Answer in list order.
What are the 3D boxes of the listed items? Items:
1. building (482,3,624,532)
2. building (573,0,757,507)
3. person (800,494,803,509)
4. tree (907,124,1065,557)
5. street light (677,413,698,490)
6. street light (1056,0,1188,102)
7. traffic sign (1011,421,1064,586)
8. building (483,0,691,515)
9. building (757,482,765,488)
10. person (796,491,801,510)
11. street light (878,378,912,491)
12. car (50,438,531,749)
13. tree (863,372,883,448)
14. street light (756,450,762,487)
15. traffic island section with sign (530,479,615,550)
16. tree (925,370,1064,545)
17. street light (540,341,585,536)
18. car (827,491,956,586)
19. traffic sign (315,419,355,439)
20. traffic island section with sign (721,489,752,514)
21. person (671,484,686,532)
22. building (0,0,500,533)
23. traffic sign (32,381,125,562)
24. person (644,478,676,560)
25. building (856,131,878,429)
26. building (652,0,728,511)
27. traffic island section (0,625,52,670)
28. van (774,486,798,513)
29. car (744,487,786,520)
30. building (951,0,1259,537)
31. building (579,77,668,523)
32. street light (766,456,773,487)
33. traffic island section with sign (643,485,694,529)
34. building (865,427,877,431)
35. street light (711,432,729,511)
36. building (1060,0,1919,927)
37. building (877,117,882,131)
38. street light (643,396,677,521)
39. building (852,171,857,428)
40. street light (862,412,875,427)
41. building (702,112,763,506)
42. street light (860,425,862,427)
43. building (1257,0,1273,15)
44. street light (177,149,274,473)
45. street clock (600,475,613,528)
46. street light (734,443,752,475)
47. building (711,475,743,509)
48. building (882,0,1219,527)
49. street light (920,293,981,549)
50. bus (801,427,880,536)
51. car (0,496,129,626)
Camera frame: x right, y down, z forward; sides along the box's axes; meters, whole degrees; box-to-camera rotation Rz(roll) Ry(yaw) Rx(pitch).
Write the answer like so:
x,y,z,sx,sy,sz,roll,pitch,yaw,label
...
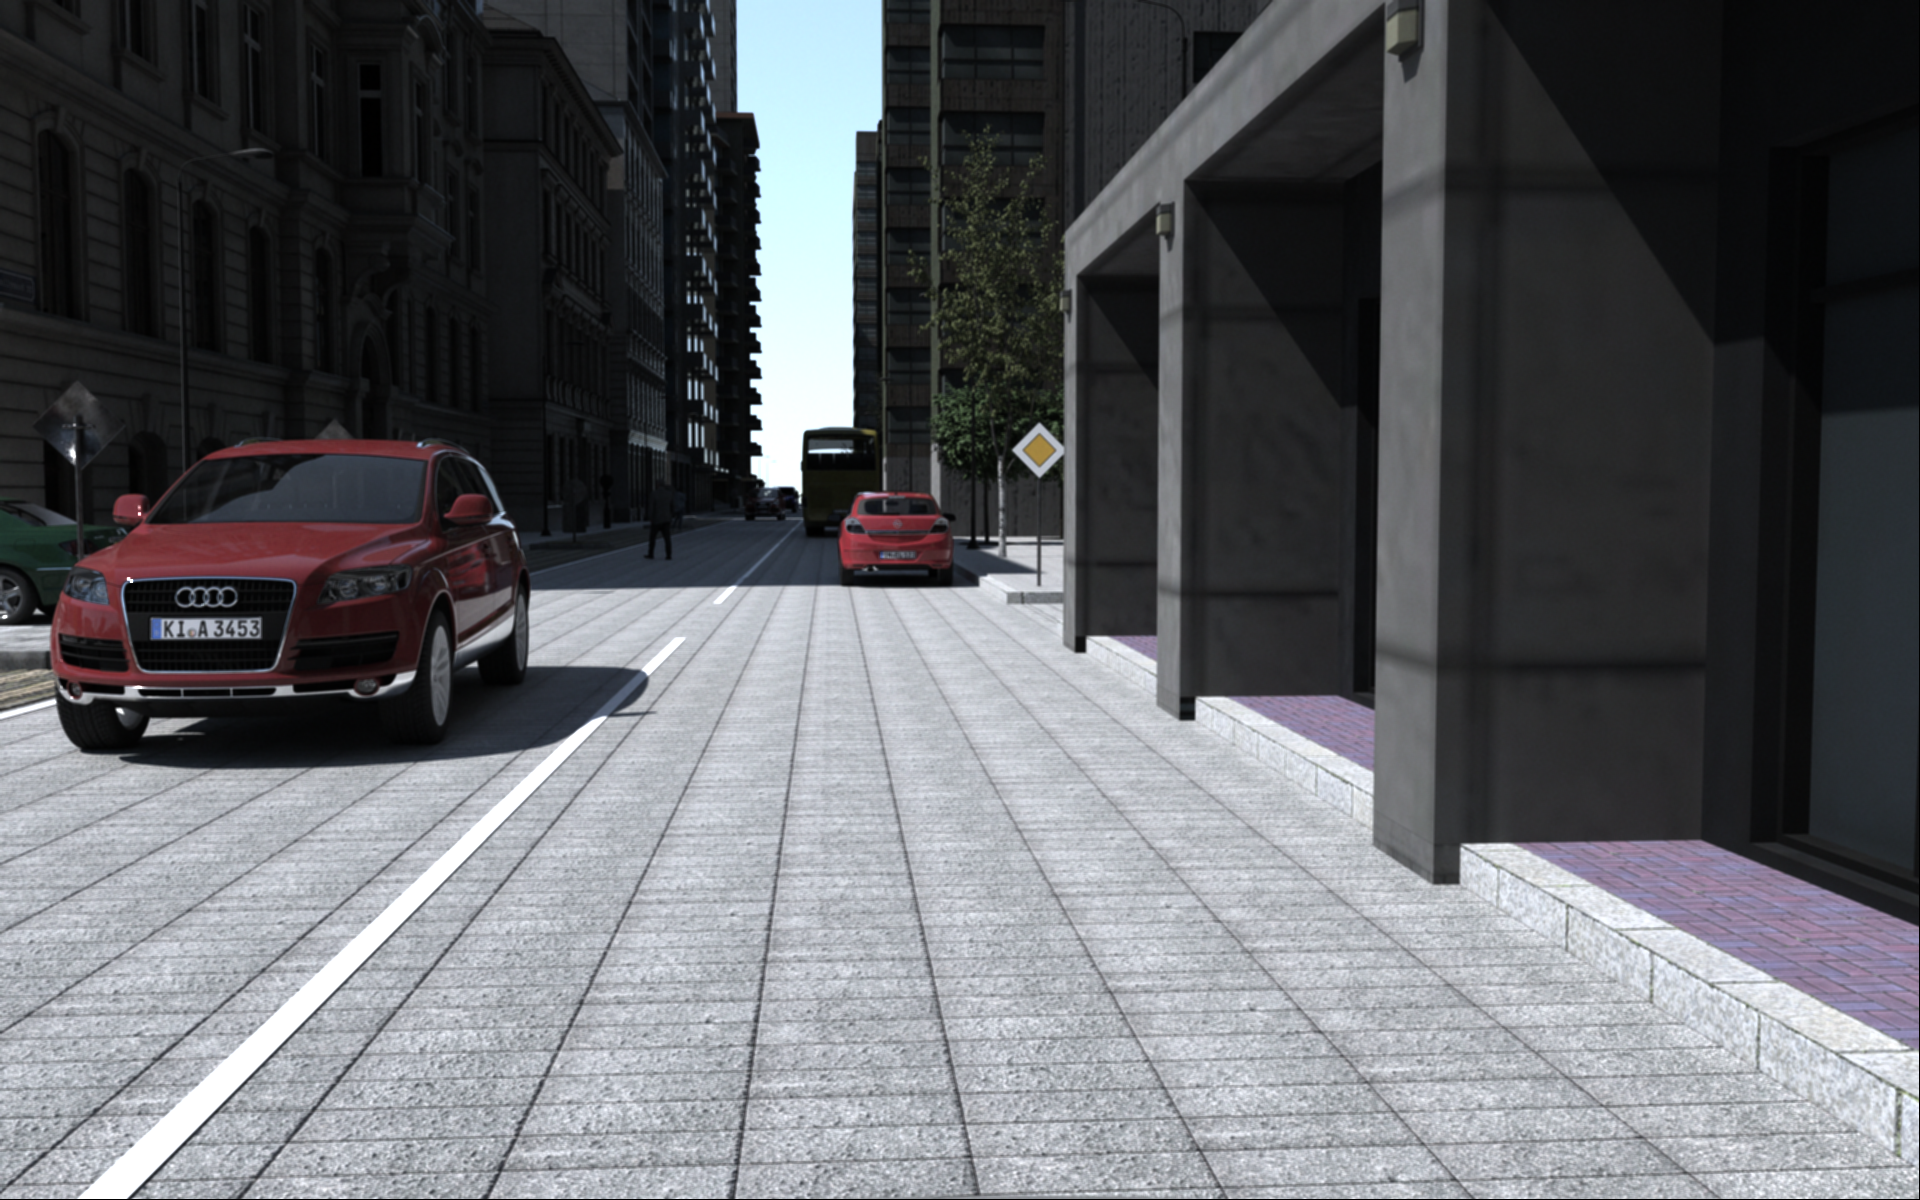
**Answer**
x,y,z,sx,sy,sz,roll,pitch,yaw,label
-19.300,-12.348,66.510,10.561,19.102,19.286,0,4,-4,building
-36.266,-47.719,218.461,20.563,71.187,20.611,0,4,-4,building
-14.908,-9.468,164.121,1.217,1.723,0.721,1,4,16,person
0.899,-5.159,34.708,4.737,8.622,4.395,0,3,0,tree
-15.738,-7.762,99.447,1.470,5.913,1.316,0,4,-4,street light
1.520,-2.660,16.029,1.470,5.913,1.316,0,4,-4,street light
1.098,-1.248,24.055,0.795,2.450,0.064,0,4,-4,traffic sign
-27.481,-40.857,106.271,20.563,71.187,20.611,0,4,-4,building
-43.825,-33.711,243.053,32.217,40.220,23.993,0,4,-4,building
-14.932,-9.135,158.525,0.621,1.740,0.551,1,4,12,person
-2.516,-5.921,69.357,1.470,5.913,1.316,0,4,-4,street light
-4.154,-0.173,11.499,2.281,1.827,5.304,0,4,-6,car
-2.988,-8.861,95.236,4.360,8.622,3.978,0,3,0,tree
-21.796,-12.892,183.319,1.470,5.913,1.316,0,4,-4,street light
-10.087,-2.241,45.263,1.989,1.847,2.006,0,4,-4,traffic island section with sign
0.757,-3.698,44.176,4.285,4.588,4.351,0,3,0,tree
-12.101,-4.905,52.742,1.470,5.913,1.316,0,4,-4,street light
-1.106,-1.192,28.531,2.155,1.783,4.494,0,4,-4,car
-8.421,-1.206,23.363,0.795,2.450,0.064,0,4,-4,traffic sign
-15.957,-7.008,123.202,1.989,1.847,2.006,0,4,-4,traffic island section with sign
-10.622,-3.460,65.329,0.793,1.790,0.793,1,4,13,person
-19.210,-13.446,38.934,14.460,24.649,34.723,0,4,-4,building
-7.823,-0.719,15.400,0.795,2.450,0.064,0,4,-4,traffic sign
-6.603,-1.780,37.999,0.661,1.777,0.834,-3,5,-44,person
-4.898,-31.499,198.607,14.154,41.232,14.086,0,4,-4,building
-30.383,-31.380,132.664,23.786,49.044,30.456,0,4,-4,building
-7.846,0.417,15.460,2.009,0.180,2.903,0,4,-4,traffic island section
-13.627,-7.926,133.972,2.240,2.365,5.245,0,4,-3,van
-10.745,-5.330,95.817,2.281,1.827,5.304,0,4,-3,car
5.897,-17.527,58.264,14.160,30.474,14.107,0,4,-4,building
-20.058,-14.437,85.189,9.793,20.994,18.267,0,4,-4,building
-24.114,-14.716,213.146,1.470,5.913,1.316,0,4,-4,street light
-12.118,-3.885,72.142,1.989,1.847,2.006,0,4,-4,traffic island section with sign
2.601,-51.735,158.531,22.319,86.520,31.000,0,4,-4,building
-17.850,-9.551,128.701,1.470,5.913,1.316,0,4,-4,street light
11.921,-34.648,4.746,20.563,71.187,20.611,0,4,-4,building
-0.774,-36.809,221.437,23.786,49.044,30.456,0,4,-4,building
-14.324,-6.694,81.987,1.470,5.913,1.316,0,4,-4,street light
-4.508,-38.157,247.562,21.300,48.544,21.600,0,4,-4,building
-4.702,-7.710,98.605,1.470,5.913,1.316,0,4,-4,street light
-33.650,-33.017,194.460,22.147,44.769,28.867,0,4,-4,building
-5.997,-8.813,116.631,1.470,5.913,1.316,0,4,-4,street light
20.962,-25.312,33.468,30.456,49.044,23.786,0,4,-4,building
-9.936,-3.113,23.435,1.470,5.913,1.316,0,4,-4,street light
-13.187,-3.675,64.653,0.471,2.002,0.358,2,4,26,street clock
-20.092,-11.385,158.685,1.470,5.913,1.316,0,4,-4,street light
-36.782,-28.624,159.885,32.217,40.220,23.993,0,4,-4,building
3.337,-18.891,80.572,14.160,30.474,14.107,0,4,-4,building
-0.230,-4.133,40.116,1.470,5.913,1.316,0,4,-4,street light
-4.351,-4.333,62.393,2.896,3.916,12.252,0,4,-5,bus
-11.876,-0.471,19.506,4.920,1.459,2.131,0,4,-6,car
